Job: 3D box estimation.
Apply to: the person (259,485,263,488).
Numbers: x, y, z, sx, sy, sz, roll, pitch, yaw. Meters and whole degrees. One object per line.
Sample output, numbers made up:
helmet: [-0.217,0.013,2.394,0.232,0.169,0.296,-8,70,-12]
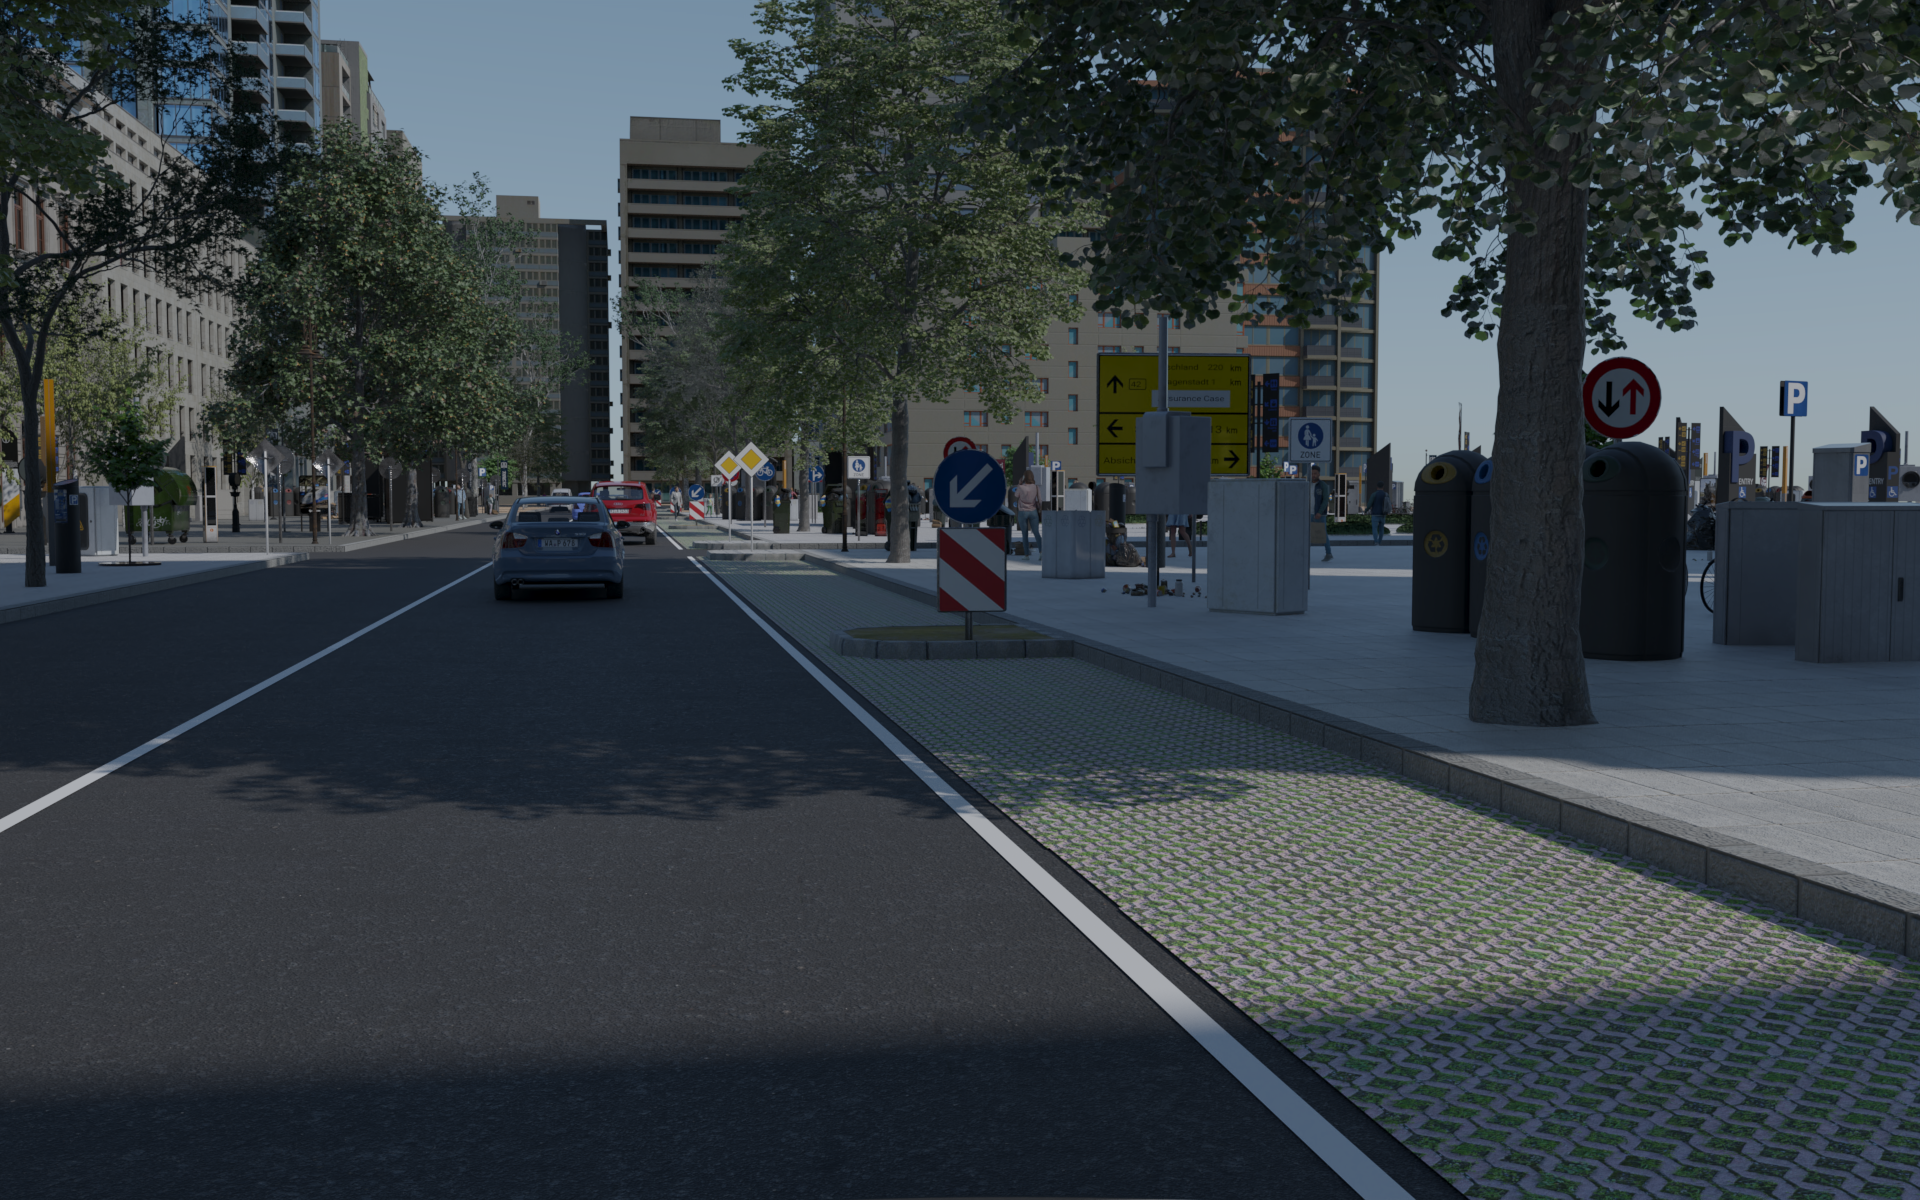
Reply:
person: [-41.395,-5.896,102.653,0.699,1.804,1.509,-2,4,-29]

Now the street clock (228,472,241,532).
street clock: [-24.295,-3.272,58.061,0.358,2.002,0.471,0,4,3]

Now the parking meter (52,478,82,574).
parking meter: [-14.464,-1.202,28.060,0.372,1.533,0.369,0,3,0]

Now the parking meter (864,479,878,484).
parking meter: [-3.467,-3.710,66.366,0.399,1.863,0.255,-3,5,-39]

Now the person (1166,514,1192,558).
person: [4.401,-1.765,35.000,0.616,1.811,0.778,3,5,42]

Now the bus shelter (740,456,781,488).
bus shelter: [-10.833,-6.054,92.910,2.014,3.302,5.546,-1,4,-11]

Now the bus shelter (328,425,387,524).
bus shelter: [-27.018,-6.191,78.852,2.179,5.291,8.768,-1,4,-11]

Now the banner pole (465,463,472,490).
banner pole: [-33.253,-7.789,117.370,0.863,3.779,0.401,0,4,8]

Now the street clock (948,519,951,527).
street clock: [-0.153,-2.115,39.147,0.471,2.002,0.358,-1,4,-22]

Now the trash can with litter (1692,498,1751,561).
trash can with litter: [14.861,-1.323,32.683,1.678,1.210,2.233,-1,4,-14]

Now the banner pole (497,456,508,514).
banner pole: [-29.910,-7.526,113.069,0.863,3.779,0.401,-1,4,-11]

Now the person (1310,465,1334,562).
person: [6.721,-1.625,32.602,0.713,1.824,0.794,-1,4,-14]

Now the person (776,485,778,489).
person: [-10.680,-5.780,100.797,0.529,1.795,0.600,-3,5,-43]

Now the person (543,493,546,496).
person: [-42.577,-10.291,177.526,0.991,1.433,0.599,-2,4,-27]

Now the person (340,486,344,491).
person: [-40.709,-6.605,114.275,0.529,1.795,0.600,0,4,6]

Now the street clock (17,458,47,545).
street clock: [-18.303,-1.811,34.178,0.471,2.002,0.358,1,4,19]

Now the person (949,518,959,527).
person: [-0.047,-1.745,34.841,0.573,1.790,0.520,-2,4,-32]

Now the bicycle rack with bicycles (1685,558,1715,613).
bicycle rack with bicycles: [8.024,-0.350,19.111,2.925,0.926,2.852,-3,4,-38]

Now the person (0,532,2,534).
person: [-31.333,-3.032,55.891,0.573,1.790,0.520,1,4,9]

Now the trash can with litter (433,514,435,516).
trash can with litter: [-30.539,-5.418,99.635,1.678,1.210,2.233,-3,5,-40]

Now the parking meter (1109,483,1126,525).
parking meter: [3.565,-1.888,39.287,0.372,1.533,0.369,0,3,0]

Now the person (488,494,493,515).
person: [-28.622,-5.829,105.624,0.425,1.301,0.394,1,4,19]

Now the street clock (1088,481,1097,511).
street clock: [7.614,-5.818,99.691,0.358,2.002,0.471,-3,5,-42]

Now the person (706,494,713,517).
person: [-14.080,-5.322,97.304,0.306,1.304,0.590,-3,5,-42]

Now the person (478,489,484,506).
person: [-52.117,-11.188,188.924,0.705,1.831,1.348,1,4,19]

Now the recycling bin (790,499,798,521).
recycling bin: [-8.236,-4.341,83.530,0.722,1.027,0.722,-1,4,-18]

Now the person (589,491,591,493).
person: [-31.420,-8.468,147.641,0.721,1.739,1.217,0,4,3]

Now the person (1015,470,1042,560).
person: [1.394,-1.649,33.590,0.593,1.750,0.643,-1,4,-12]

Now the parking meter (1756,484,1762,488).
parking meter: [44.453,-5.550,96.459,0.399,1.863,0.255,-2,4,-27]

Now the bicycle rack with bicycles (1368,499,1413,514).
bicycle rack with bicycles: [21.250,-4.362,84.698,2.925,0.926,2.852,0,4,1]

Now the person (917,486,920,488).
person: [-2.819,-6.608,114.185,0.679,1.850,0.850,-1,4,-16]

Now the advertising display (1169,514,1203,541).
advertising display: [6.224,-2.604,47.791,0.974,1.923,0.123,1,4,16]

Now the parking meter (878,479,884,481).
parking meter: [-3.158,-3.860,68.821,0.255,1.863,0.399,0,4,-7]

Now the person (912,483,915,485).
person: [-2.516,-5.443,94.403,0.474,1.900,0.648,2,4,24]

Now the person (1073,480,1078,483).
person: [4.033,-3.680,66.429,1.509,1.804,0.699,1,4,12]

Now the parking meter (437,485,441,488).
parking meter: [-34.561,-6.670,114.763,0.399,1.863,0.255,-1,4,-20]

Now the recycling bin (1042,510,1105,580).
recycling bin: [1.733,-0.850,26.445,0.722,1.027,0.722,-3,5,-41]

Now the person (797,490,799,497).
person: [-17.714,-11.143,188.781,0.434,1.755,0.990,0,4,-3]

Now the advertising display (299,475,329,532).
advertising display: [-22.016,-3.294,59.074,0.974,1.923,0.123,-1,4,-13]

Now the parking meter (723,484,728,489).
parking meter: [-13.584,-5.814,100.764,0.399,1.863,0.255,2,4,24]

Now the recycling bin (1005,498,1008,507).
recycling bin: [2.771,-5.671,105.277,0.722,1.027,0.722,1,4,8]

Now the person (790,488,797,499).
person: [-12.042,-7.125,123.261,1.217,1.743,0.721,1,4,22]

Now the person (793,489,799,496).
person: [-17.067,-10.615,179.553,1.348,1.831,0.705,3,4,36]

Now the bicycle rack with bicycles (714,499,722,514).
bicycle rack with bicycles: [-16.737,-6.413,118.232,2.925,0.926,2.852,0,4,2]

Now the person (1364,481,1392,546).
person: [11.161,-2.280,46.121,0.623,1.781,0.721,-1,4,-20]

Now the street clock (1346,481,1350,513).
street clock: [21.171,-5.525,94.910,0.358,2.002,0.471,0,4,-3]

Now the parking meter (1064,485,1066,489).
parking meter: [5.845,-5.679,98.563,0.399,1.863,0.255,-1,4,-23]

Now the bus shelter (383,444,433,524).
bus shelter: [-24.196,-5.220,76.627,1.731,3.624,6.357,-1,4,-11]

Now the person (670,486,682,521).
person: [-14.913,-5.047,90.860,0.661,1.843,0.795,-2,4,-31]

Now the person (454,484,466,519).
person: [-25.765,-5.077,89.309,0.793,1.790,0.793,1,4,18]

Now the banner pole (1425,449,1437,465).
banner pole: [26.377,-6.559,97.255,0.863,3.779,0.401,-1,4,-9]

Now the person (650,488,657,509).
person: [-19.751,-6.300,111.470,0.622,1.834,0.822,2,4,27]

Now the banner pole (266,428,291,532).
banner pole: [-22.901,-4.164,58.099,0.401,3.779,0.863,2,4,33]

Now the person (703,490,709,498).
person: [-24.648,-9.826,167.487,1.217,1.735,0.721,-1,4,-9]

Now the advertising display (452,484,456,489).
advertising display: [-33.761,-6.752,115.613,0.123,1.923,0.974,0,4,-5]

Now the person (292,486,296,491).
person: [-44.097,-6.656,114.737,0.638,1.841,0.748,0,4,-5]

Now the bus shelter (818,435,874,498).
bus shelter: [-4.724,-4.899,71.389,1.731,3.624,6.357,-1,4,-11]

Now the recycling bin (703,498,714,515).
recycling bin: [-15.885,-5.901,109.033,0.722,1.027,0.722,-1,4,-12]

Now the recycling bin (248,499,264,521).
recycling bin: [-33.551,-4.295,82.778,0.722,1.027,0.722,-1,4,-9]

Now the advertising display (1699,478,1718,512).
advertising display: [29.623,-3.873,68.537,0.123,1.923,0.974,-1,4,-15]
